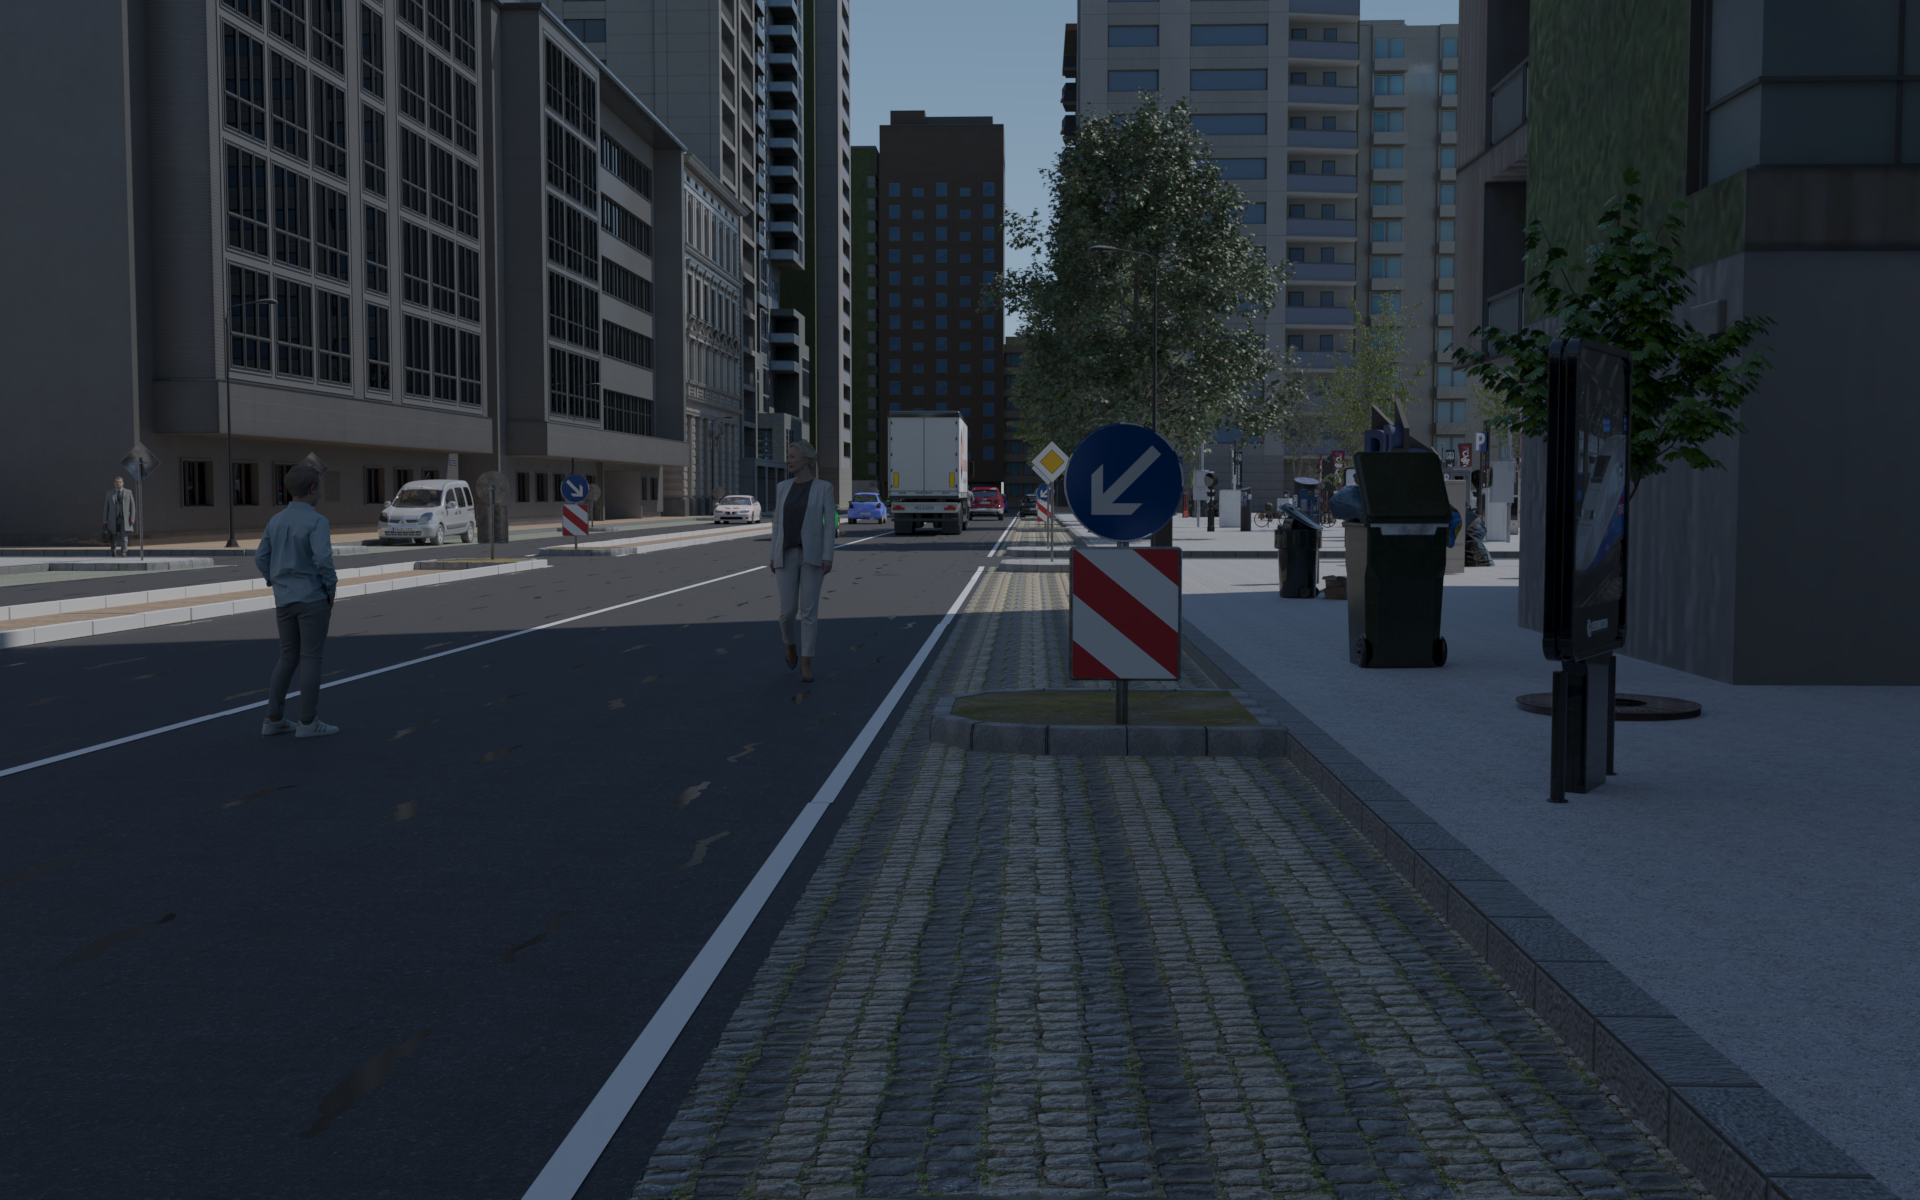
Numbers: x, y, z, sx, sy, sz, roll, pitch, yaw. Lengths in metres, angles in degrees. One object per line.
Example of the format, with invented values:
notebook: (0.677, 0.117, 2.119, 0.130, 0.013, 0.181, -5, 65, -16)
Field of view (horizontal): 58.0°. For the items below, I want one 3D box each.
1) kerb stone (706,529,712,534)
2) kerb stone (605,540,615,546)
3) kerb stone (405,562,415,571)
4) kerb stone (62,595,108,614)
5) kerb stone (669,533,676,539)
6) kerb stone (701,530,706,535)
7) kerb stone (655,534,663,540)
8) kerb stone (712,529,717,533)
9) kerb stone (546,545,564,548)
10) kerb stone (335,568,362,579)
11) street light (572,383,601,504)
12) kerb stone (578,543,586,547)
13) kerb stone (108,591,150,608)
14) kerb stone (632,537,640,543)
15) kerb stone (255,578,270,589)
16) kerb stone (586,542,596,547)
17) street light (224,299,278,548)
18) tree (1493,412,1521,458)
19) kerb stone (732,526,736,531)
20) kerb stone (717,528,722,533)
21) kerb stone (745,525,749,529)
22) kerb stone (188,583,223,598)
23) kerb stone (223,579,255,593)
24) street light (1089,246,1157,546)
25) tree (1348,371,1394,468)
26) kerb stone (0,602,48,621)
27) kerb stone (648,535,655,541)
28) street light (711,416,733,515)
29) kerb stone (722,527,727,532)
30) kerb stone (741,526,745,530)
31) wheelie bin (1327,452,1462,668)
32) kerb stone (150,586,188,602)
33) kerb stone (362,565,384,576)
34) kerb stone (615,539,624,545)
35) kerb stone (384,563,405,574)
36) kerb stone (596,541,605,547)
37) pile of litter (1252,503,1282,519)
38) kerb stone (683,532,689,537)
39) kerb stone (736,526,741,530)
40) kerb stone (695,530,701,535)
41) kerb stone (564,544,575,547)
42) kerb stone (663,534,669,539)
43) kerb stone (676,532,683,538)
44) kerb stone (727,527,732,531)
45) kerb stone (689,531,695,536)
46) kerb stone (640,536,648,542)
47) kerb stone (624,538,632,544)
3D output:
kerb stone: (-9.098, -2.415, 61.757, 0.120, 0.150, 1.000, 0, 4, 2)
kerb stone: (-9.693, -1.530, 47.364, 0.120, 0.150, 1.000, 0, 4, 2)
kerb stone: (-10.315, -0.626, 32.450, 0.120, 0.150, 1.000, 0, 4, 2)
kerb stone: (-10.779, 0.063, 21.183, 0.120, 0.150, 1.000, 0, 4, 2)
kerb stone: (-9.349, -2.042, 55.587, 0.120, 0.150, 1.000, 0, 4, 2)
kerb stone: (-9.148, -2.357, 60.735, 0.120, 0.150, 1.000, 0, 4, 2)
kerb stone: (-9.440, -1.917, 53.545, 0.120, 0.150, 1.000, 0, 4, 2)
kerb stone: (-9.051, -2.482, 62.778, 0.120, 0.150, 1.000, 0, 4, 2)
kerb stone: (-9.906, -1.224, 42.253, 0.120, 0.150, 1.000, 0, 4, 2)
kerb stone: (-10.444, -0.439, 29.365, 0.120, 0.150, 1.000, 0, 4, 2)
street light: (-15.709, -6.122, 72.643, 1.470, 5.913, 1.316, 0, 4, 2)
kerb stone: (-9.823, -1.349, 44.299, 0.120, 0.150, 1.000, 0, 4, 2)
kerb stone: (-10.736, 0.002, 22.204, 0.120, 0.150, 1.000, 0, 4, 2)
kerb stone: (-9.561, -1.723, 50.463, 0.120, 0.150, 1.000, 0, 4, 2)
kerb stone: (-10.568, -0.251, 26.298, 0.120, 0.150, 1.000, 0, 4, 2)
kerb stone: (-9.774, -1.414, 45.320, 0.120, 0.150, 1.000, 0, 4, 2)
street light: (-16.939, -4.211, 41.389, 1.470, 5.913, 1.316, 0, 4, 2)
tree: (32.980, -9.205, 100.858, 4.360, 8.622, 3.978, 0, 3, 0)
kerb stone: (-8.890, -2.733, 66.882, 0.120, 0.150, 1.000, 0, 4, 2)
kerb stone: (-9.012, -2.545, 63.800, 0.120, 0.150, 1.000, 0, 4, 2)
kerb stone: (-8.760, -2.921, 69.950, 0.120, 0.150, 1.000, 0, 4, 2)
kerb stone: (-10.651, -0.126, 24.248, 0.120, 0.150, 1.000, 0, 4, 2)
kerb stone: (-10.615, -0.188, 25.269, 0.120, 0.150, 1.000, 0, 4, 2)
street light: (3.109, -3.670, 32.539, 1.470, 5.913, 1.316, 0, 4, 2)
tree: (23.076, -9.241, 101.451, 4.360, 8.622, 3.978, 0, 3, 0)
kerb stone: (-10.819, 0.124, 20.162, 0.120, 0.150, 1.000, 0, 4, 2)
kerb stone: (-9.482, -1.853, 52.509, 0.120, 0.150, 1.000, 0, 4, 2)
street light: (-14.279, -8.023, 103.719, 1.470, 5.913, 1.316, 0, 4, 2)
kerb stone: (-8.970, -2.607, 64.822, 0.120, 0.150, 1.000, 0, 4, 2)
kerb stone: (-8.801, -2.858, 68.925, 0.120, 0.150, 1.000, 0, 4, 2)
wheelie bin: (3.221, -0.309, 12.961, 0.980, 1.594, 0.693, 0, 4, -4)
kerb stone: (-10.691, -0.063, 23.227, 0.120, 0.150, 1.000, 0, 4, 2)
kerb stone: (-10.395, -0.494, 30.387, 0.120, 0.150, 1.000, 0, 4, 2)
kerb stone: (-9.650, -1.603, 48.399, 0.120, 0.150, 1.000, 0, 4, 2)
kerb stone: (-10.350, -0.564, 31.413, 0.120, 0.150, 1.000, 0, 4, 2)
kerb stone: (-9.740, -1.472, 46.342, 0.120, 0.150, 1.000, 0, 4, 2)
pile of litter: (16.156, -4.712, 91.007, 1.719, 0.858, 1.176, 1, 4, 19)
kerb stone: (-9.265, -2.168, 57.650, 0.120, 0.150, 1.000, 0, 4, 2)
kerb stone: (-8.838, -2.796, 67.903, 0.120, 0.150, 1.000, 0, 4, 2)
kerb stone: (-9.179, -2.288, 59.701, 0.120, 0.150, 1.000, 0, 4, 2)
kerb stone: (-9.860, -1.289, 43.274, 0.120, 0.150, 1.000, 0, 4, 2)
kerb stone: (-9.400, -1.980, 54.566, 0.120, 0.150, 1.000, 0, 4, 2)
kerb stone: (-9.311, -2.105, 56.614, 0.120, 0.150, 1.000, 0, 4, 2)
kerb stone: (-8.925, -2.664, 65.844, 0.120, 0.150, 1.000, 0, 4, 2)
kerb stone: (-9.225, -2.231, 58.671, 0.120, 0.150, 1.000, 0, 4, 2)
kerb stone: (-9.519, -1.792, 51.487, 0.120, 0.150, 1.000, 0, 4, 2)
kerb stone: (-9.609, -1.666, 49.435, 0.120, 0.150, 1.000, 0, 4, 2)
